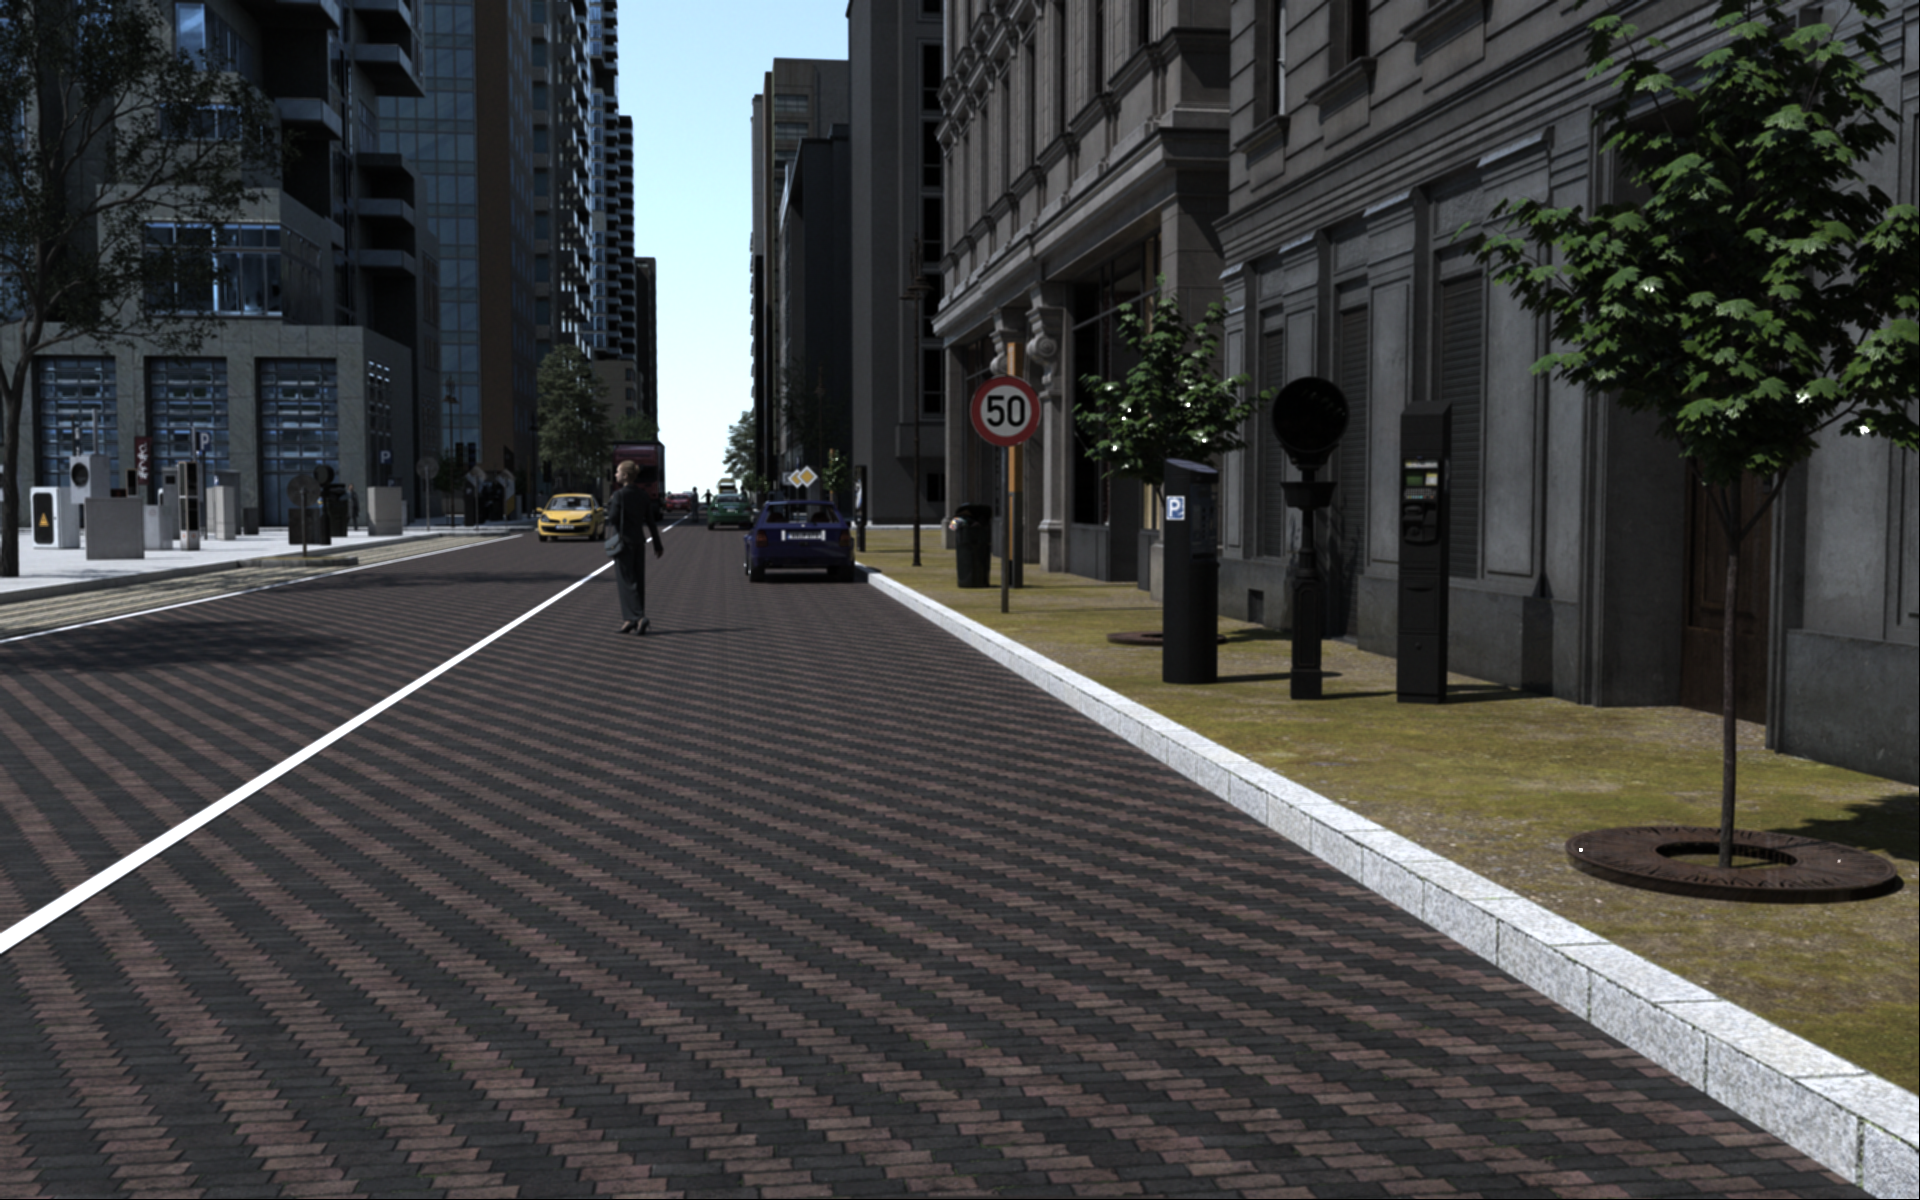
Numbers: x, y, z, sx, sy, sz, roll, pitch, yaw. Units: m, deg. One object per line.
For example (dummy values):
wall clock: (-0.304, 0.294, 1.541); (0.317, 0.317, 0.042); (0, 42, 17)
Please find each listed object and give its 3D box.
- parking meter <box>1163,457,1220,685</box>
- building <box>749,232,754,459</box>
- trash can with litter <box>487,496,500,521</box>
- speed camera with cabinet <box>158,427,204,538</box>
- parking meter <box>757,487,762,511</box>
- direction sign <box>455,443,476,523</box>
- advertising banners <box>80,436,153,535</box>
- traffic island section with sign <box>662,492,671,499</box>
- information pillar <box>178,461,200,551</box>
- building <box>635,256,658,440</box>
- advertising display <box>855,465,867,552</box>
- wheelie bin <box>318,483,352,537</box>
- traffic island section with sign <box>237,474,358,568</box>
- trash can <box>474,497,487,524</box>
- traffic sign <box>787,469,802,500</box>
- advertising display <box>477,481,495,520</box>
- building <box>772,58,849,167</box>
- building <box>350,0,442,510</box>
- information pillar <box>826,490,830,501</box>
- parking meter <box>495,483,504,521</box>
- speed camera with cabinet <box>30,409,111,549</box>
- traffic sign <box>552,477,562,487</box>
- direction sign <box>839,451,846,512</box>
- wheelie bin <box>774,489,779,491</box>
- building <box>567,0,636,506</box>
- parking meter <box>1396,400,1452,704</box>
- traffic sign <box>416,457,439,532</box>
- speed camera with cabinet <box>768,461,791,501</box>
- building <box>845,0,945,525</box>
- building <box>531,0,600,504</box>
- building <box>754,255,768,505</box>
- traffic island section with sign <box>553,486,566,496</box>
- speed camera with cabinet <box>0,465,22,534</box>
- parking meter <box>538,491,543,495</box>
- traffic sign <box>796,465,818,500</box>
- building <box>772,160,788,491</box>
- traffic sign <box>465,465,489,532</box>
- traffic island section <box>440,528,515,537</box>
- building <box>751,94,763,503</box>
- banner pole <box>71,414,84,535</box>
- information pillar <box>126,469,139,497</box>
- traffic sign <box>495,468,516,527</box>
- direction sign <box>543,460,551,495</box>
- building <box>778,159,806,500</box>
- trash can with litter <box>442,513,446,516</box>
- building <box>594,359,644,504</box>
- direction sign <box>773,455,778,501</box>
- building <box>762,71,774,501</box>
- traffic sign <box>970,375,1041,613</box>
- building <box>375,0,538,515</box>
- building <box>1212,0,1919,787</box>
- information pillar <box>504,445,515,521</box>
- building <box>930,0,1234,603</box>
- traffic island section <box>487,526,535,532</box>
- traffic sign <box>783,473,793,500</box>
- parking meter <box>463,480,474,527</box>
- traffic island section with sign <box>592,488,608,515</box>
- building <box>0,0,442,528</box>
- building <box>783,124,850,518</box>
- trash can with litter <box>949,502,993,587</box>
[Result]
parking meter: (1.572, -0.207, 11.798); (0.372, 1.533, 0.369); (0, 3, 0)
building: (-23.401, -40.786, 286.463); (23.786, 49.044, 30.456); (0, 4, -8)
trash can with litter: (-22.141, -4.321, 82.036); (0.624, 1.170, 1.055); (-2, 4, -24)
speed camera with cabinet: (-23.135, -3.489, 51.380); (0.660, 3.252, 2.038); (-3, 5, -45)
parking meter: (-15.622, -7.906, 134.977); (0.399, 1.863, 0.255); (0, 4, -2)
direction sign: (-21.745, -5.154, 76.268); (0.876, 3.537, 0.379); (0, 4, -1)
advertising banners: (-25.404, -3.427, 52.214); (2.074, 3.025, 0.090); (-1, 4, -11)
traffic island section with sign: (-45.985, -16.260, 274.484); (1.989, 1.847, 2.006); (0, 4, -8)
information pillar: (-17.454, -2.124, 39.213); (0.304, 2.012, 0.304); (2, 4, 34)
building: (-57.996, -37.079, 289.843); (14.154, 41.232, 14.086); (0, 4, -8)
advertising display: (-2.205, -2.036, 38.497); (0.123, 1.923, 0.974); (-1, 4, -13)
wheelie bin: (-18.638, -2.682, 51.753); (0.980, 1.594, 0.693); (-3, 5, -39)
traffic island section with sign: (-13.117, -1.580, 34.468); (1.989, 1.847, 2.006); (0, 4, -8)
trash can: (-20.574, -3.809, 73.938); (0.748, 1.137, 0.748); (0, 3, 0)
traffic sign: (-6.414, -3.954, 68.290); (0.795, 2.450, 0.064); (0, 4, -8)
advertising display: (-23.433, -4.919, 85.643); (0.974, 1.923, 0.123); (2, 4, 24)
building: (-10.983, -29.567, 167.008); (14.154, 41.232, 14.086); (0, 4, -8)
building: (-49.350, -53.251, 183.326); (22.319, 86.520, 31.000); (0, 4, -8)
information pillar: (-6.353, -4.896, 84.537); (0.304, 2.012, 0.304); (3, 5, 44)
parking meter: (-22.373, -4.792, 84.068); (0.399, 1.863, 0.255); (-1, 4, -13)
speed camera with cabinet: (-20.704, -2.809, 40.264); (2.038, 3.252, 0.660); (2, 4, 25)
traffic sign: (-24.396, -6.284, 104.870); (0.606, 2.300, 0.079); (0, 4, 0)
direction sign: (-6.413, -6.114, 91.959); (0.876, 3.537, 0.379); (-2, 4, -32)
wheelie bin: (-11.457, -6.152, 108.500); (0.693, 1.594, 0.980); (1, 4, 16)
building: (-59.785, -58.277, 265.506); (22.319, 86.520, 31.000); (0, 4, -8)
parking meter: (2.862, -0.304, 10.677); (0.255, 1.863, 0.399); (2, 4, 25)
traffic sign: (-18.206, -3.617, 59.241); (0.768, 2.556, 0.104); (0, 4, -5)
speed camera with cabinet: (-10.866, -6.753, 104.745); (0.660, 3.252, 2.038); (-2, 4, -35)
building: (7.425, -17.358, 77.305); (24.014, 27.812, 14.314); (0, 4, -8)
building: (-44.982, -32.691, 154.110); (23.786, 49.044, 30.456); (0, 4, -8)
building: (-17.941, -26.879, 211.180); (14.160, 30.474, 14.107); (0, 4, -8)
traffic island section with sign: (-20.647, -4.949, 89.549); (1.989, 1.847, 2.006); (0, 4, -8)
speed camera with cabinet: (-30.891, -3.730, 55.326); (2.038, 3.252, 0.660); (2, 4, 27)
parking meter: (-30.165, -7.106, 124.596); (0.372, 1.533, 0.369); (0, 3, 0)
traffic sign: (-5.330, -3.470, 60.379); (0.795, 2.450, 0.064); (0, 4, -8)
building: (-9.546, -23.340, 153.316); (14.160, 30.474, 14.107); (0, 4, -8)
traffic sign: (-16.424, -3.379, 58.885); (0.795, 2.450, 0.064); (0, 4, -8)
traffic island section: (-16.446, -2.242, 58.944); (2.009, 0.180, 2.903); (0, 4, -8)
building: (-20.206, -43.735, 257.058); (21.231, 58.520, 28.212); (0, 4, -8)
banner pole: (-27.705, -3.934, 54.331); (0.401, 3.779, 0.863); (-3, 5, -43)
information pillar: (-24.224, -2.828, 50.733); (0.304, 2.012, 0.304); (-1, 4, -21)
traffic sign: (-17.508, -3.863, 66.797); (0.795, 2.450, 0.064); (0, 4, -8)
direction sign: (-27.855, -7.642, 116.951); (0.379, 3.537, 0.876); (1, 4, 22)
building: (-7.548, -19.269, 133.067); (12.078, 24.808, 19.932); (0, 4, -8)
trash can with litter: (-30.553, -5.441, 100.023); (2.233, 1.210, 1.678); (1, 4, 13)
building: (-57.984, -23.981, 237.120); (27.650, 21.520, 28.899); (0, 4, -8)
direction sign: (-10.672, -6.625, 100.316); (0.379, 3.537, 0.876); (-1, 4, -21)
building: (-13.533, -32.513, 181.702); (14.600, 45.320, 14.200); (0, 4, -8)
traffic sign: (0.486, -1.132, 18.620); (0.768, 2.556, 0.104); (0, 4, -5)
building: (-34.942, -28.142, 110.237); (14.600, 45.320, 14.200); (0, 4, -8)
building: (8.569, -9.811, 9.559); (9.793, 20.994, 18.267); (0, 4, -8)
information pillar: (-21.568, -5.597, 82.858); (0.504, 3.616, 0.183); (-2, 4, -35)
building: (4.128, -11.546, 39.679); (10.553, 20.767, 40.483); (0, 4, -8)
traffic island section: (-17.530, -2.726, 66.855); (2.009, 0.180, 2.903); (0, 4, -8)
traffic sign: (-7.953, -4.797, 80.556); (0.606, 2.300, 0.079); (0, 4, -6)
parking meter: (-19.230, -3.795, 67.754); (0.399, 1.863, 0.255); (-1, 4, -23)
traffic island section with sign: (-24.306, -6.583, 116.255); (1.989, 1.847, 2.006); (0, 4, -8)
building: (-36.039, -46.809, 78.002); (22.319, 86.520, 31.000); (0, 4, -8)
building: (-3.283, -17.636, 107.411); (14.314, 24.678, 30.058); (0, 4, -8)
trash can with litter: (0.115, -0.768, 23.947); (0.624, 1.170, 1.055); (0, 4, -6)
